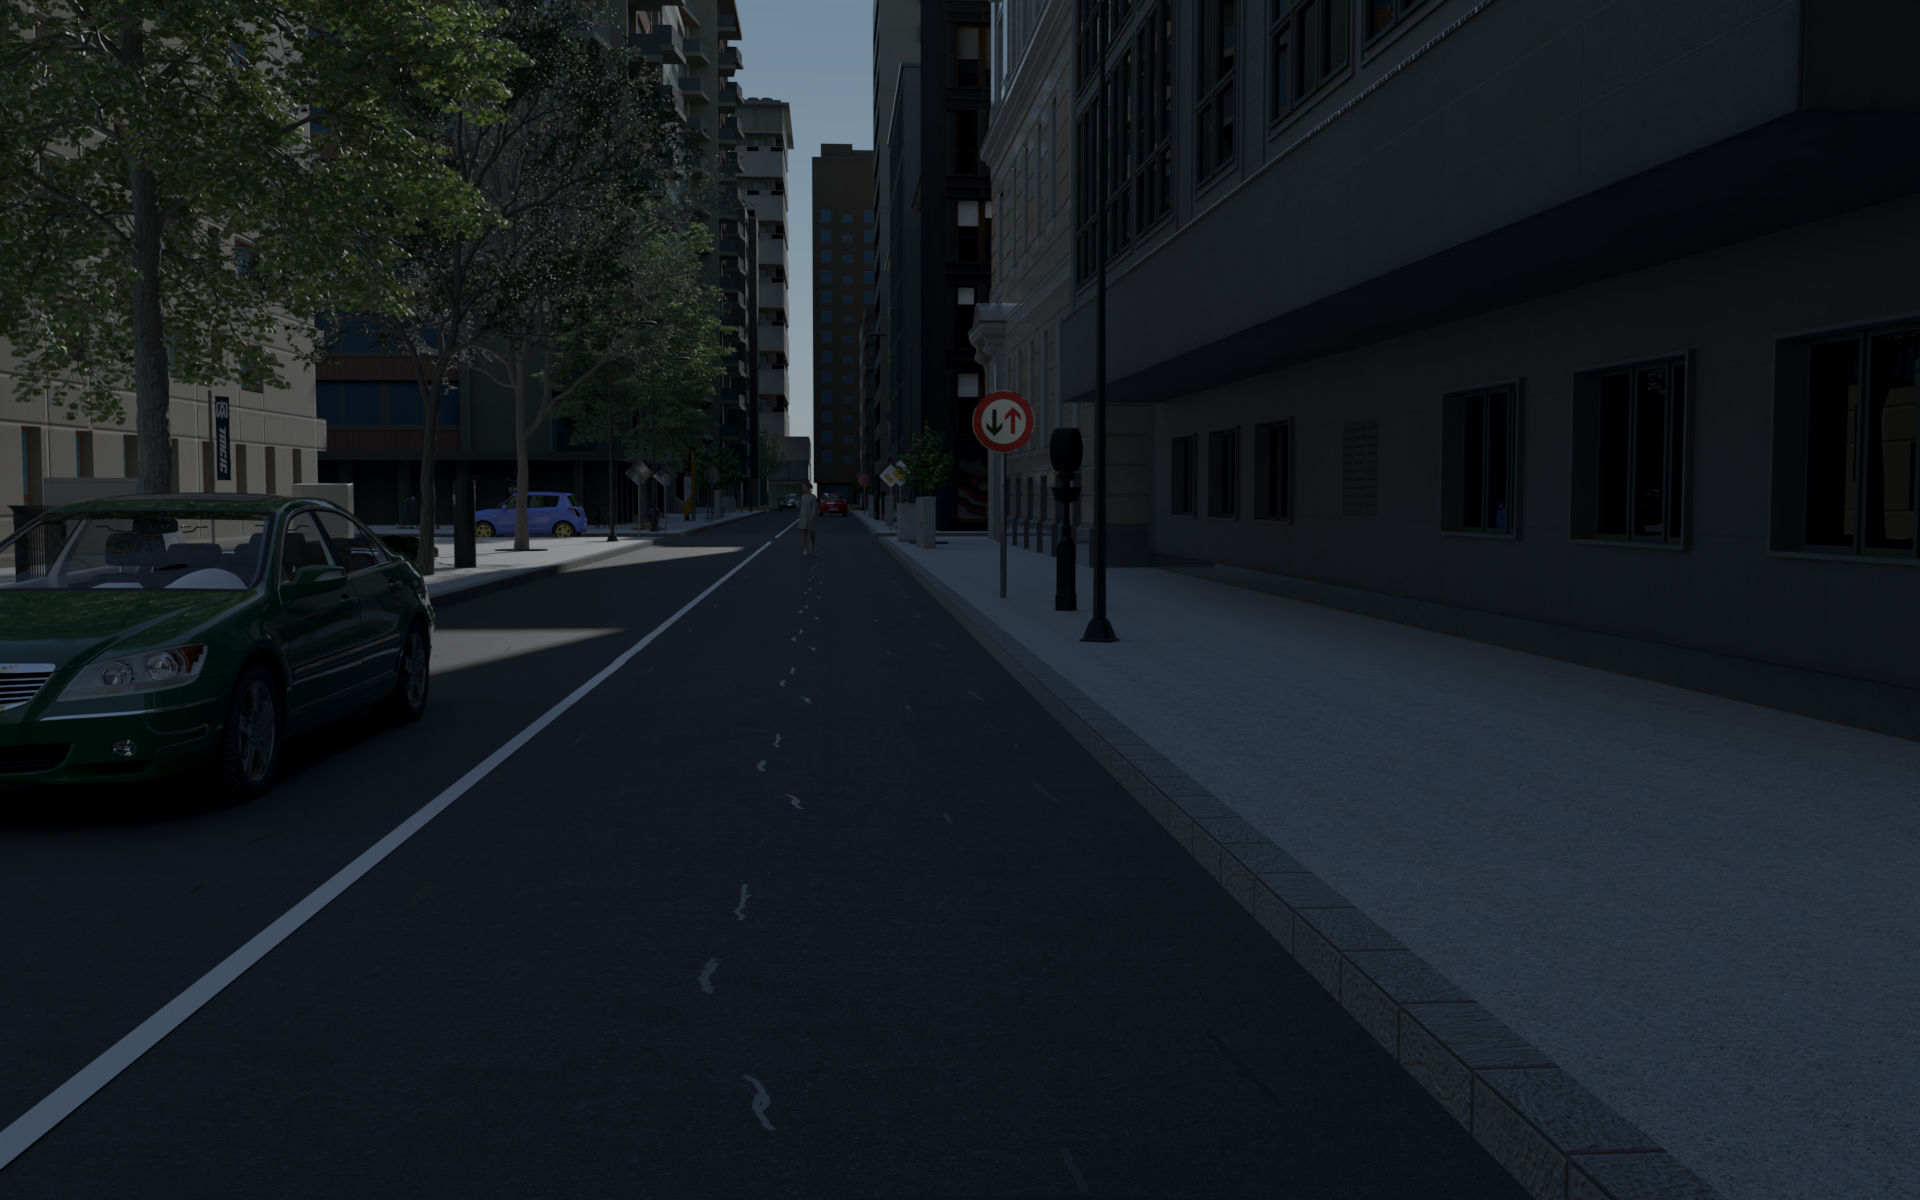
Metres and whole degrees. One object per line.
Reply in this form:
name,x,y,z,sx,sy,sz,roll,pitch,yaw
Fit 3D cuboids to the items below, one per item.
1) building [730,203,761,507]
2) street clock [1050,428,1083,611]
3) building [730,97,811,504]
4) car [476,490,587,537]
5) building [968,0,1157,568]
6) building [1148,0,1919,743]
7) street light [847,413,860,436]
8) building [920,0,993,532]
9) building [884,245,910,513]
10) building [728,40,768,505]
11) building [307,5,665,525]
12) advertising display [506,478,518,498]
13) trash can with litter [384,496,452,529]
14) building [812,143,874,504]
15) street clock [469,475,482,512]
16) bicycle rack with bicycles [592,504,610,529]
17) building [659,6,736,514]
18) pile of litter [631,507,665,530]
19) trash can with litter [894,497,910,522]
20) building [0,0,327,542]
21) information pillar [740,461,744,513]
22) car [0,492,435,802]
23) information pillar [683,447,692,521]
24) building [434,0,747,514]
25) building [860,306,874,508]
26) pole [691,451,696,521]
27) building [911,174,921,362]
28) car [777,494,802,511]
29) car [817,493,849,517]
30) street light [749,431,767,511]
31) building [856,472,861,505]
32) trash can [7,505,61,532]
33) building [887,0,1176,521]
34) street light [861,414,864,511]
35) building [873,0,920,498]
building,-26.833,-24.247,168.134,14.160,30.474,14.107,0,4,-4
street clock,1.166,-0.883,19.014,0.358,2.002,0.471,2,4,24
building,-33.808,-39.188,229.959,27.495,52.752,28.713,0,4,-4
car,-13.323,-2.659,53.059,3.694,1.707,1.945,0,4,-4
building,7.728,-15.506,39.429,13.634,28.700,20.117,0,4,-4
building,9.581,-13.700,17.509,14.314,27.812,24.014,0,4,-4
street light,-5.535,-7.723,98.817,1.470,5.913,1.316,0,4,-4
building,6.737,-14.403,65.169,15.834,23.373,12.332,0,4,-4
building,-0.305,-16.867,124.926,9.793,20.994,18.267,0,4,-4
building,-37.687,-53.855,193.205,31.000,86.520,22.319,0,4,-4
building,-24.842,-26.178,82.638,22.147,44.769,28.867,0,4,-4
advertising display,-17.486,-3.863,68.379,0.123,1.923,0.974,3,4,36
trash can with litter,-19.786,-3.202,63.418,2.233,1.210,1.678,0,4,7
building,-11.920,-35.141,224.670,14.200,45.320,14.600,0,4,-4
street clock,-18.440,-3.756,65.979,0.471,2.002,0.358,3,4,36
bicycle rack with bicycles,-14.088,-3.102,64.092,2.852,0.926,2.925,-1,4,-16
building,-31.832,-25.984,116.719,32.217,40.220,23.993,0,4,-4
pile of litter,-11.158,-2.925,61.794,1.176,0.858,1.719,-1,4,-15
trash can with litter,-2.705,-4.095,78.346,1.055,1.170,0.624,2,4,25
building,-31.358,-11.546,33.816,28.899,21.520,27.650,0,4,-4
information pillar,-15.149,-7.887,120.302,0.183,3.616,0.504,0,4,-3
car,-4.268,0.138,9.543,2.131,1.459,4.920,0,4,-3
information pillar,-13.043,-5.617,83.200,0.504,3.616,0.183,-2,4,-25
building,-29.611,-30.053,145.985,22.147,44.769,28.867,0,4,-4
building,4.019,-20.141,174.336,27.650,21.520,28.899,0,4,-4
pole,-12.763,-5.448,82.923,0.158,3.312,0.155,0,3,0
building,3.431,-13.287,81.862,10.561,19.102,19.286,0,4,-4
car,-14.548,-8.301,147.511,2.131,1.459,4.920,0,4,-5
car,-8.153,-6.227,110.853,2.155,1.783,4.494,0,4,-6
street light,-14.971,-9.531,128.371,1.470,5.913,1.316,0,4,-4
building,-1.539,-46.447,197.665,20.563,71.187,20.611,0,4,-4
trash can,-11.819,-0.650,22.278,0.748,1.137,0.748,0,3,0
building,3.206,-18.945,103.250,14.314,27.812,24.014,0,4,-4
street light,-2.783,-5.574,63.675,1.470,5.913,1.316,0,4,-4
building,3.516,-32.080,148.202,21.300,48.544,21.600,0,4,-4
